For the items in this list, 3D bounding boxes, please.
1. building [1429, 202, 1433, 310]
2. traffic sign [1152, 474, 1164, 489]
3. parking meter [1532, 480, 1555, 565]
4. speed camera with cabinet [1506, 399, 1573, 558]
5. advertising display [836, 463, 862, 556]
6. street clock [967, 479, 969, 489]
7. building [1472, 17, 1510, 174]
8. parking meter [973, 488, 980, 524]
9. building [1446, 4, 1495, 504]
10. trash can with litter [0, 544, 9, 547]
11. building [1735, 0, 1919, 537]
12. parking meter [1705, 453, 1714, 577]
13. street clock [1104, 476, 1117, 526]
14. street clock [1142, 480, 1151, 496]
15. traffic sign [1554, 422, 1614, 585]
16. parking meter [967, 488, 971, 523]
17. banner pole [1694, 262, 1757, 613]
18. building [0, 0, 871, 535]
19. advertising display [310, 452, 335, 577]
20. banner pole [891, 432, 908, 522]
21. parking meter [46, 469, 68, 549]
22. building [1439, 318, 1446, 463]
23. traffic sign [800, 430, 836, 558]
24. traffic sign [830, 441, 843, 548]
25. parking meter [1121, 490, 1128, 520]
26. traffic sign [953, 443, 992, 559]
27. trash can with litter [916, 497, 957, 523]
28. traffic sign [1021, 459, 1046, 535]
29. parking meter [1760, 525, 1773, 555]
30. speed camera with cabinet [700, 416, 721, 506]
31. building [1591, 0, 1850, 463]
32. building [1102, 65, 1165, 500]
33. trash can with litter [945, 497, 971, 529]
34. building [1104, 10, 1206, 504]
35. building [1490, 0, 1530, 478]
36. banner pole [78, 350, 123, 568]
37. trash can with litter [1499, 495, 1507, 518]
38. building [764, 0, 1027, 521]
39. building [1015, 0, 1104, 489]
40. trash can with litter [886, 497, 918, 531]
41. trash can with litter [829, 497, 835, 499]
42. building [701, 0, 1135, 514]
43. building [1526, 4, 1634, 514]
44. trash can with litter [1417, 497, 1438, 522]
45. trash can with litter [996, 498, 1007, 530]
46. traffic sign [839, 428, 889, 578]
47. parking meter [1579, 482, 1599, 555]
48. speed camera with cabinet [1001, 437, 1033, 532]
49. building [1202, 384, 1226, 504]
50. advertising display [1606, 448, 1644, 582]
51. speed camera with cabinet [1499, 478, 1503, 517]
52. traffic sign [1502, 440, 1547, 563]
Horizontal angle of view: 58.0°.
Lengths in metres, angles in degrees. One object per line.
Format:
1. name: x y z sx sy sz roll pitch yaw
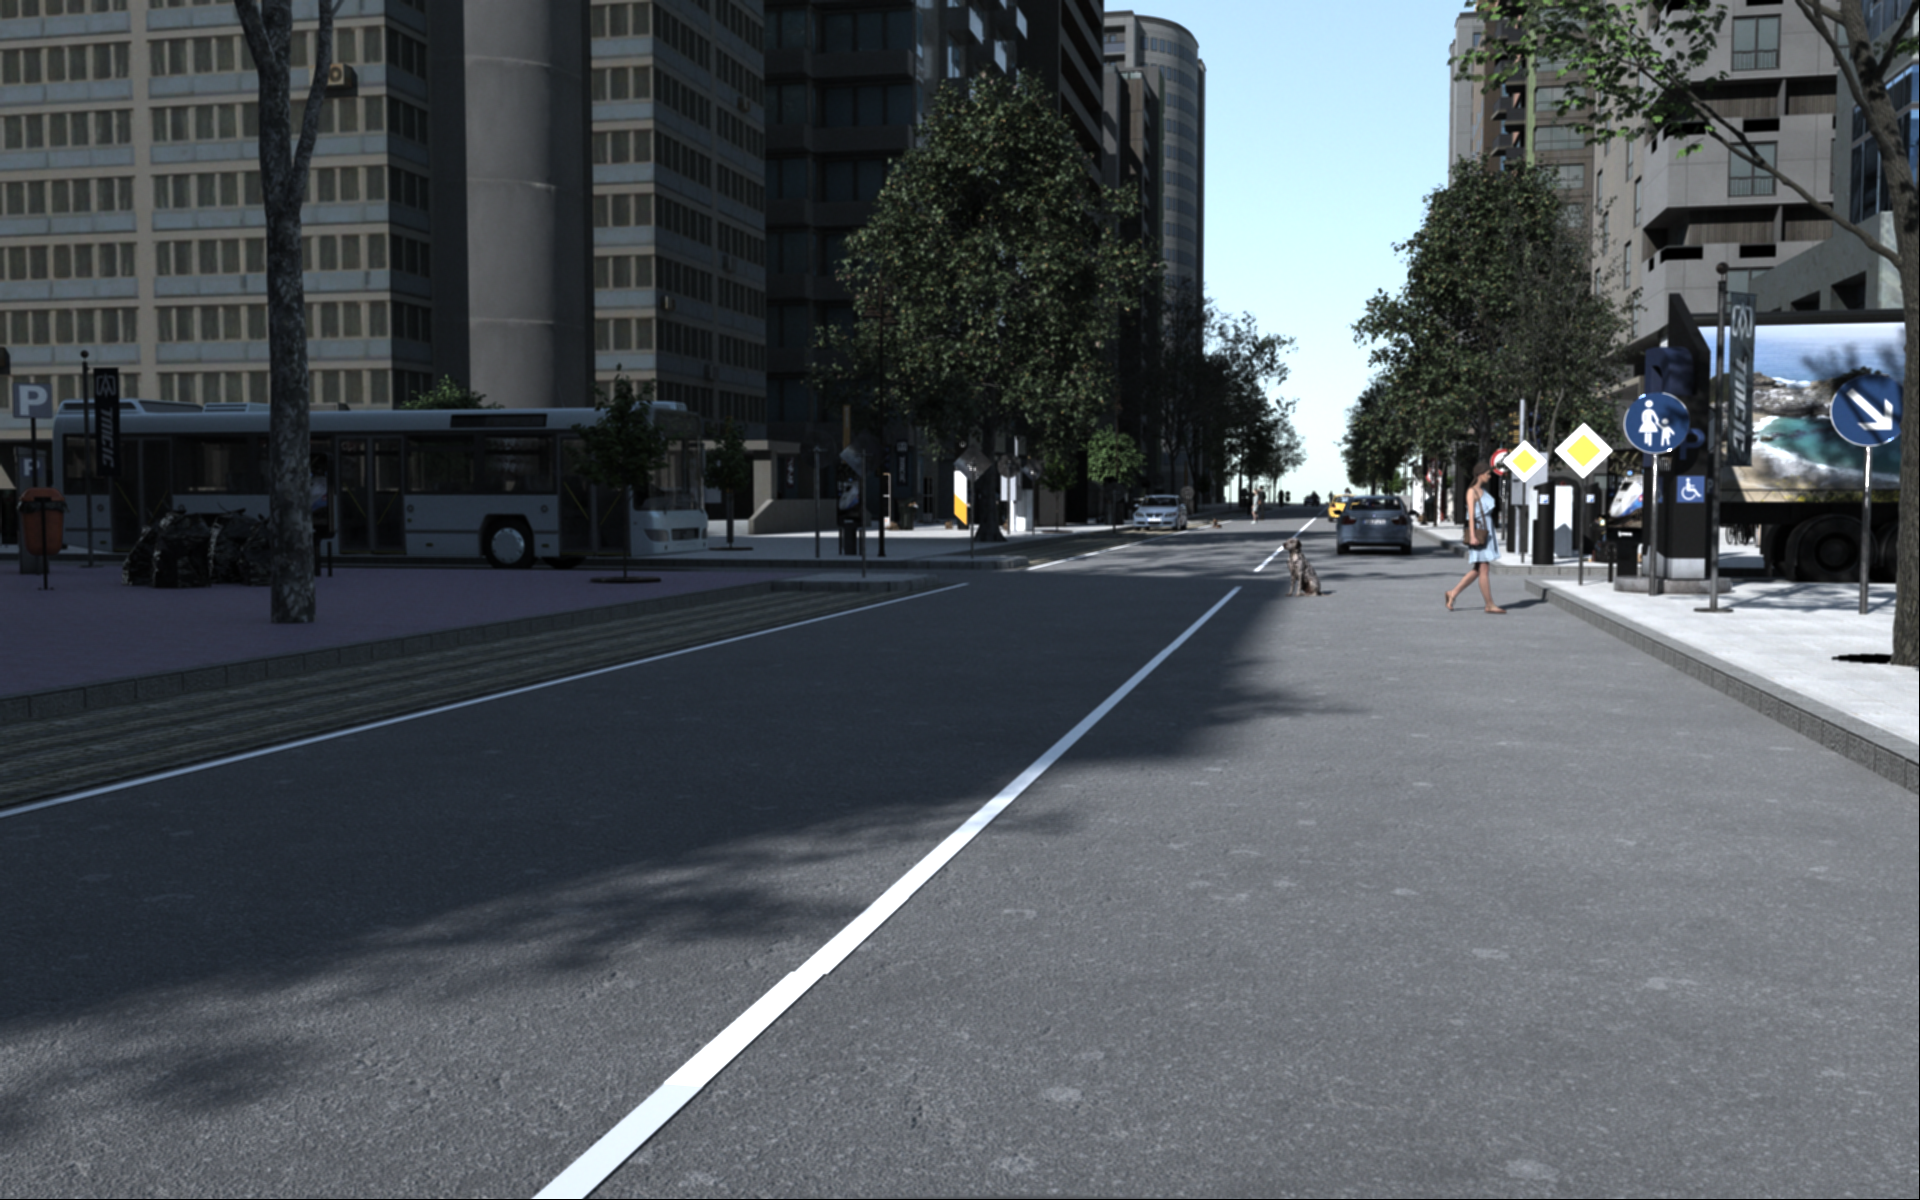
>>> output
1. building: 74.863 -36.671 249.677 14.600 45.320 14.200 1 4 12
2. traffic sign: 12.372 -6.610 108.180 0.768 2.556 0.104 1 4 19
3. parking meter: 10.555 -1.401 31.314 0.372 1.533 0.369 0 3 0
4. speed camera with cabinet: 11.939 -2.520 35.533 0.660 3.252 2.038 0 4 -2
5. advertising display: -2.302 -1.905 36.356 0.123 1.923 0.974 -2 4 -33
6. street clock: 0.291 -4.696 81.349 0.358 2.002 0.471 0 4 3
7. building: 54.941 -31.222 160.585 14.600 45.320 14.200 1 4 12
8. parking meter: 0.828 -3.984 73.554 0.372 1.533 0.369 0 3 0
9. building: 70.607 -41.016 212.610 21.231 58.520 28.212 1 4 12
10. trash can with litter: -23.719 -1.858 41.436 1.678 1.210 2.233 0 4 -6
11. building: 38.488 -44.778 44.789 31.000 86.520 22.319 1 4 12
12. parking meter: 10.490 -1.152 24.552 0.399 1.863 0.255 -3 4 -39
13. street clock: 6.085 -4.009 70.120 0.471 2.002 0.358 -2 4 -35
14. street clock: 9.260 -4.992 86.183 0.358 2.002 0.471 -2 4 -25
15. traffic sign: 8.723 -1.263 24.290 0.795 2.450 0.064 1 4 12
16. parking meter: 0.488 -4.147 76.216 0.372 1.533 0.369 0 3 0
17. banner pole: 8.428 -1.769 18.936 0.863 3.779 0.401 -2 4 -33
18. building: -20.686 -22.705 63.108 32.217 40.220 23.993 1 4 12
19. advertising display: -10.169 -1.334 27.025 0.974 1.923 0.123 2 4 24
20. banner pole: -2.470 -4.858 69.446 0.863 3.779 0.401 0 4 -4
21. parking meter: -20.900 -2.105 40.129 0.399 1.863 0.255 -1 4 -15
22. building: 71.435 -33.722 234.942 14.154 41.232 14.086 1 4 12
23. traffic sign: -2.860 -2.116 34.706 0.768 2.556 0.104 1 4 15
24. traffic sign: -2.786 -2.528 41.438 0.768 2.556 0.104 1 4 17
25. parking meter: 8.226 -4.778 86.525 0.372 1.533 0.369 0 3 0
26. traffic sign: 0.246 -1.878 34.348 0.795 2.450 0.064 1 4 12
27. trash can with litter: -1.111 -4.000 76.460 2.233 1.210 1.678 2 4 28
28. traffic sign: 2.295 -3.231 54.017 0.795 2.450 0.064 1 4 14
29. parking meter: 17.089 -1.719 36.515 0.372 1.533 0.369 0 3 0
30. speed camera with cabinet: -6.750 -2.999 43.376 0.660 3.252 2.038 2 4 24
31. building: 46.475 -30.198 82.972 28.713 52.752 27.495 1 4 12
32. building: 11.313 -29.274 162.229 14.154 41.232 14.086 1 4 12
33. trash can with litter: -0.113 -3.178 63.342 1.055 1.170 0.624 0 4 1
34. building: 18.574 -41.146 214.737 21.231 58.520 28.212 1 4 12
35. building: 54.363 -29.608 138.721 22.147 44.769 28.867 1 4 12
36. banner pole: -15.022 -2.461 30.249 0.863 3.779 0.401 0 4 8
37. trash can with litter: 28.758 -4.924 91.566 1.678 1.210 2.233 -2 4 -33
38. building: -8.662 -29.164 96.435 23.786 49.044 30.456 1 4 12
39. building: -1.907 -30.483 122.105 21.300 48.544 21.600 1 4 12
40. trash can with litter: -2.045 -3.031 60.952 1.055 1.170 0.624 -2 4 -31
41. trash can with litter: -5.604 -3.999 76.763 0.624 1.170 1.055 1 4 11
42. building: -1.847 -27.753 145.644 32.217 40.220 23.993 1 4 12
43. building: 45.750 -26.578 118.150 14.154 41.232 14.086 1 4 12
44. trash can with litter: 21.333 -4.128 78.881 1.055 1.170 0.624 -3 5 -40
45. trash can with litter: 1.980 -3.047 61.200 1.055 1.170 0.624 1 4 21
46. traffic sign: -1.473 -1.401 26.550 0.795 2.450 0.064 1 4 12
47. parking meter: 13.389 -1.741 36.882 0.372 1.533 0.369 0 3 0
48. speed camera with cabinet: 1.960 -3.968 59.210 0.660 3.252 2.038 1 4 19
49. building: 22.736 -24.443 244.686 27.650 21.520 28.899 1 4 12
50. advertising display: 9.530 -1.192 24.699 0.123 1.923 0.974 -1 4 -10
51. speed camera with cabinet: 30.572 -6.228 96.169 0.660 3.252 2.038 0 4 -3
52. traffic sign: 10.442 -1.740 32.089 0.795 2.450 0.064 1 4 12
